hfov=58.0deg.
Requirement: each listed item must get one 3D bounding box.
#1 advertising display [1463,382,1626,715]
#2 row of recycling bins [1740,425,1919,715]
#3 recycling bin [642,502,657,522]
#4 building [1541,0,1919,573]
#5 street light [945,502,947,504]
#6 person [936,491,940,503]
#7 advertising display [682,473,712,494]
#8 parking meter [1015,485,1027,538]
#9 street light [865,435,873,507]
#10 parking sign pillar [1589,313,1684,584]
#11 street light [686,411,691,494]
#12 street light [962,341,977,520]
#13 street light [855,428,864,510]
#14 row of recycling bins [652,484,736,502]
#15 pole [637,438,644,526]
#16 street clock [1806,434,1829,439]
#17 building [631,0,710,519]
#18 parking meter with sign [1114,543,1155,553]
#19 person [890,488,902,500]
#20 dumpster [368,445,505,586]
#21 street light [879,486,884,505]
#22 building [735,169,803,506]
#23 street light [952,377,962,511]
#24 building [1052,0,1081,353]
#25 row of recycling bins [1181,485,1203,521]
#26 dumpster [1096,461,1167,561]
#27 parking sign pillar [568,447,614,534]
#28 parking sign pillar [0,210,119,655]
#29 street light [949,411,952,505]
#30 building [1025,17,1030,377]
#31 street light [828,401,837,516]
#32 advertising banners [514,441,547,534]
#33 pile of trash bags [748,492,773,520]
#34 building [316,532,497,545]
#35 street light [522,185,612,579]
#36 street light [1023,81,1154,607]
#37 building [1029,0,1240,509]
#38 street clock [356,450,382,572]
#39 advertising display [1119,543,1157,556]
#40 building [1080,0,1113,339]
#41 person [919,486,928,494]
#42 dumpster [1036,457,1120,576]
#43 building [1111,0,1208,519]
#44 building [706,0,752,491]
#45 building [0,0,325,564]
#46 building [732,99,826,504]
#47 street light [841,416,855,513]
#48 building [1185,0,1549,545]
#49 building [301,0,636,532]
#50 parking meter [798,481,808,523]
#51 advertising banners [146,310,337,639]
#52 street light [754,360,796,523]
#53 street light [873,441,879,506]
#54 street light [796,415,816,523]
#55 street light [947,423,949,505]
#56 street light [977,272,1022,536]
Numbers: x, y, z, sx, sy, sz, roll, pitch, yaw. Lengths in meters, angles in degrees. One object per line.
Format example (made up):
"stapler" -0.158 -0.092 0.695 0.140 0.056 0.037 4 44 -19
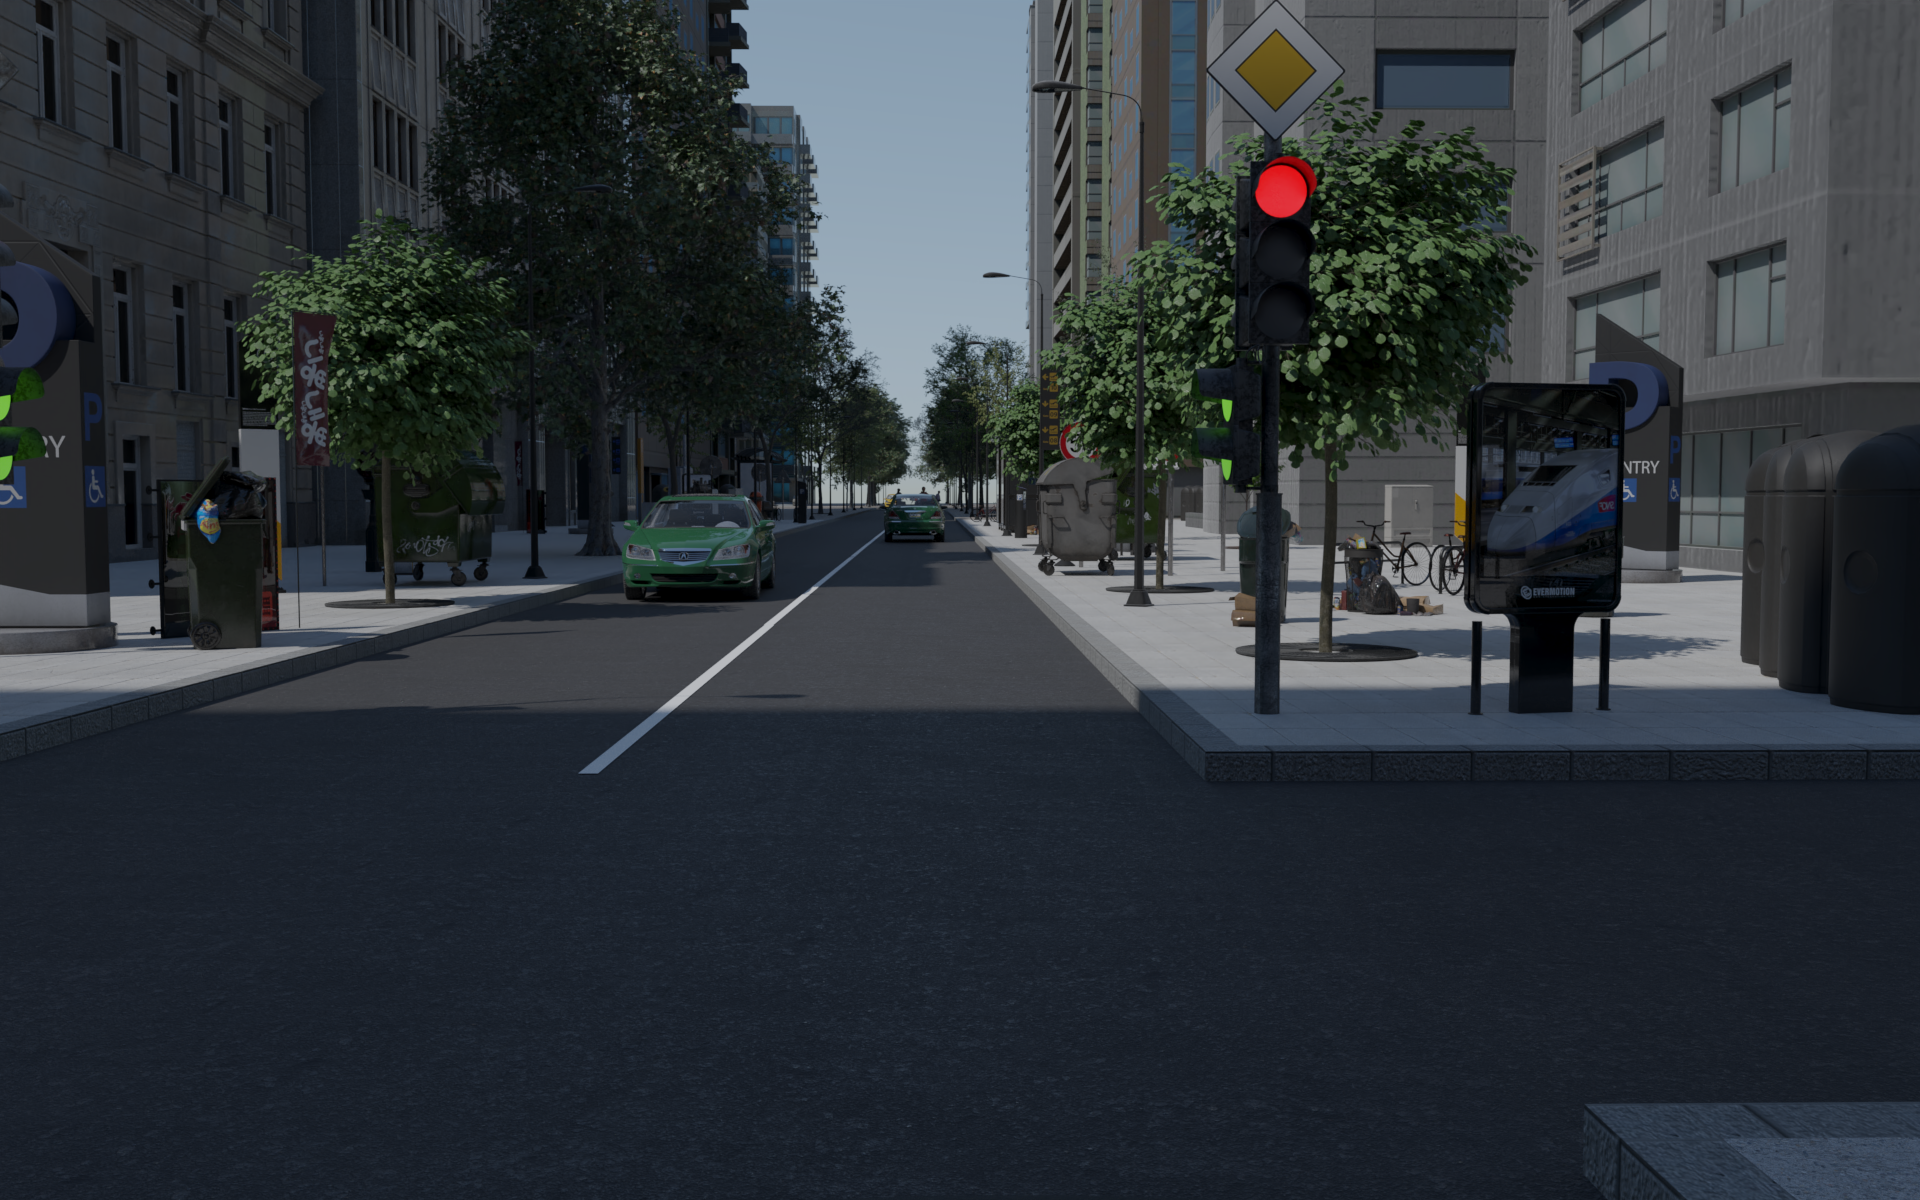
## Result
"advertising display" 3.417 -0.301 10.135 0.974 1.923 0.123 -1 4 -14
"row of recycling bins" 5.995 -0.279 11.681 1.069 1.692 3.534 1 4 14
"recycling bin" -9.101 -2.424 52.192 0.722 1.027 0.722 -3 5 -42
"building" 18.652 -21.003 26.996 14.086 41.232 14.154 0 4 -1
"street light" -0.120 -8.547 112.276 1.470 5.913 1.316 0 4 -1
"person" -1.693 -7.801 136.984 0.436 1.711 0.756 3 5 39
"advertising display" -8.220 -2.996 54.206 0.974 1.923 0.123 -2 4 -31
"parking meter" 1.774 -2.566 50.363 0.372 1.533 0.369 0 3 0
"street light" -7.790 -10.024 136.434 1.470 5.913 1.316 0 4 -1
"parking sign pillar" 9.857 -2.257 25.381 1.447 3.967 1.447 -3 5 -42
"street light" -6.306 -4.346 43.596 1.470 5.913 1.316 0 4 -1
"street light" 0.895 -4.899 52.639 1.470 5.913 1.316 0 4 -1
"street light" -7.537 -9.031 120.192 1.470 5.913 1.316 0 4 -1
"row of recycling bins" -11.071 -3.991 72.362 3.534 1.692 1.069 -1 4 -11
"pole" -11.656 -4.244 63.235 0.158 3.312 0.155 0 3 0
"street clock" 10.405 -1.002 20.955 0.471 2.002 0.358 3 5 45
"building" -23.247 -27.866 105.723 14.600 45.320 14.200 0 4 -1
"parking meter with sign" 3.710 -2.580 38.436 0.543 3.016 1.738 -2 4 -32
"person" -4.578 -7.419 129.427 1.348 1.869 0.705 0 4 6
"dumpster" -7.477 -1.361 24.745 1.502 2.255 1.985 0 4 -1
"street light" -8.369 -12.072 169.914 1.470 5.913 1.316 0 4 -1
"building" -33.653 -30.324 187.679 32.217 40.220 23.993 0 4 -1
"street light" 0.542 -5.892 68.879 1.470 5.913 1.316 0 4 -1
"building" 18.997 -31.714 142.233 21.300 48.544 21.600 0 4 -1
"row of recycling bins" 11.419 -4.541 81.358 1.069 1.692 3.534 -1 4 -21
"dumpster" 3.334 -1.924 33.955 1.502 2.255 1.985 0 4 -1
"parking sign pillar" -11.915 -4.119 55.814 1.447 3.967 1.447 1 4 9
"parking sign pillar" -7.832 -1.583 14.348 1.447 3.967 1.447 0 4 -1
"street light" 0.305 -6.886 85.121 1.470 5.913 1.316 0 4 -1
"building" 17.523 -55.940 227.292 22.319 86.520 31.000 0 4 -1
"street light" -6.883 -6.982 86.693 1.470 5.913 1.316 0 4 -1
"advertising banners" -13.959 -3.673 56.239 0.090 3.025 2.074 -3 5 -41
"pile of trash bags" -7.712 -3.242 62.766 1.912 1.369 3.447 -1 4 -21
"building" -20.993 -14.329 52.294 12.078 24.808 19.932 0 4 -1
"street light" -5.918 -3.279 26.145 1.470 5.913 1.316 0 4 -1
"street light" 1.507 -2.881 19.646 1.470 5.913 1.316 0 4 -1
"building" 18.422 -40.144 198.355 21.231 58.520 28.212 0 4 -1
"street clock" -9.646 -1.460 28.434 0.471 2.002 0.358 1 4 17
"advertising display" 3.741 -1.893 36.161 0.974 1.923 0.123 -2 4 -25
"building" 15.510 -26.972 124.583 14.154 41.232 14.086 0 4 -1
"person" -1.890 -4.997 90.144 1.348 1.831 0.705 0 4 -4
"dumpster" 1.894 -1.349 27.809 1.264 1.857 1.865 0 4 -1
"building" 16.067 -27.275 96.054 14.600 45.320 14.200 0 4 -1
"building" -27.297 -28.937 127.752 22.147 44.769 28.867 0 4 -1
"building" -21.308 -14.218 29.731 12.463 27.353 25.104 0 4 -1
"building" -29.118 -36.445 215.487 23.786 49.044 30.456 0 4 -1
"street light" -7.214 -8.012 103.542 1.470 5.913 1.316 0 4 -1
"building" 18.717 -31.421 55.728 21.231 58.520 28.212 0 4 -1
"building" -21.364 -15.545 72.185 12.078 24.808 19.932 0 4 -1
"parking meter" -6.869 -4.278 75.648 0.399 1.863 0.255 0 4 1
"advertising banners" -6.583 -1.215 16.051 0.090 3.025 2.074 2 4 30
"street light" -6.541 -5.339 59.838 1.470 5.913 1.316 0 4 -1
"street light" -8.152 -11.026 152.809 1.470 5.913 1.316 0 4 -1
"street light" -6.788 -6.416 77.448 1.470 5.913 1.316 0 4 -1
"street light" 0.146 -7.553 96.035 1.470 5.913 1.316 0 4 -1
"street light" 1.174 -3.906 36.397 1.470 5.913 1.316 0 4 -1
